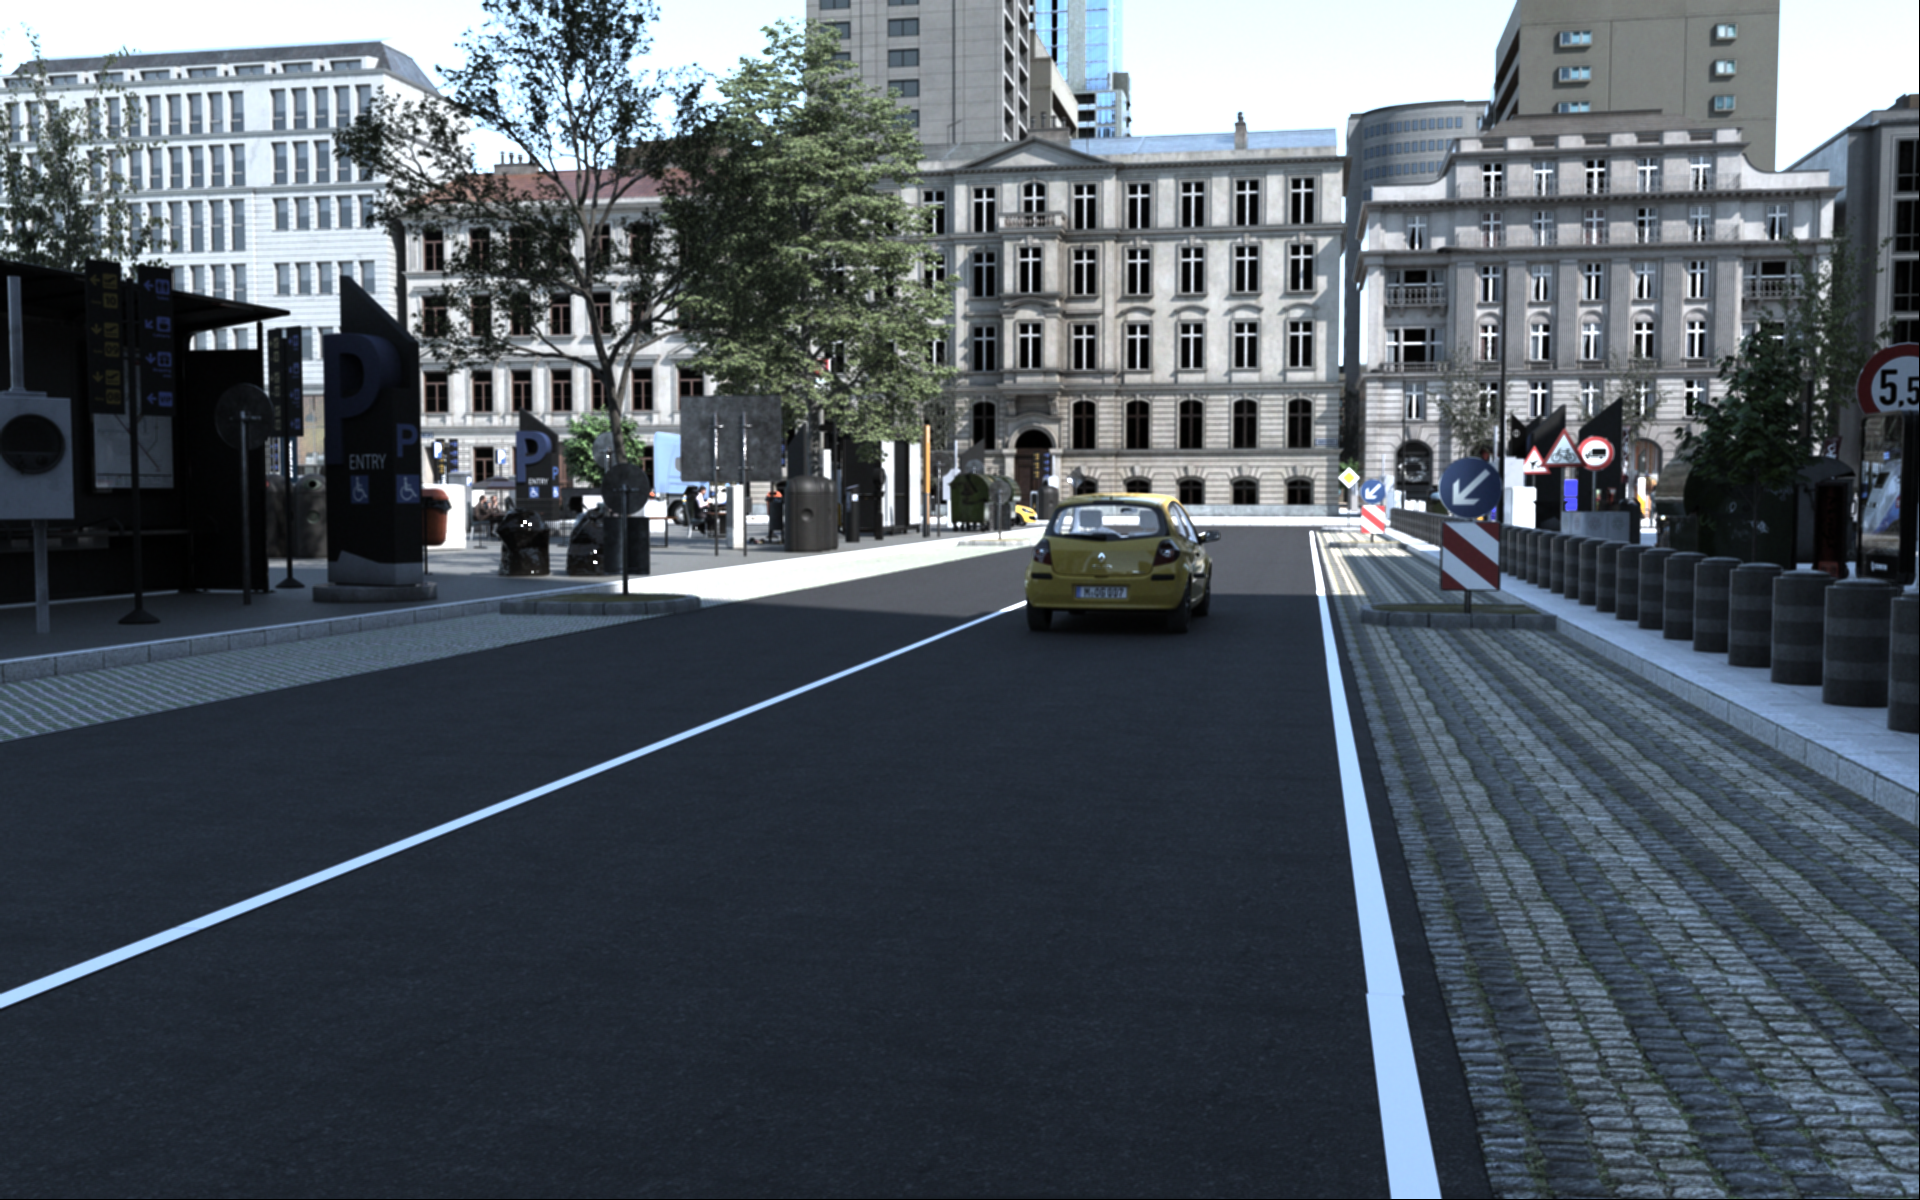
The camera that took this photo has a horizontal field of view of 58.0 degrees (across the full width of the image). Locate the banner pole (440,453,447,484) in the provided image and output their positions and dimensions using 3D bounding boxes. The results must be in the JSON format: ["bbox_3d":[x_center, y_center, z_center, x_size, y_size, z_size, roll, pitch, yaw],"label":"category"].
[{"bbox_3d":[-27.653,-6.321,93.364,0.863,3.779,0.401,-2,4,-35],"label":"banner pole"}]

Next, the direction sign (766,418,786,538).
[{"bbox_3d":[-5.467,-3.569,50.355,0.876,3.537,0.379,1,4,21],"label":"direction sign"}]

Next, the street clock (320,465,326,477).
[{"bbox_3d":[-15.942,-2.394,43.717,0.358,2.002,0.471,0,4,4],"label":"street clock"}]

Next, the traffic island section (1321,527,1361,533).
[{"bbox_3d":[14.532,-2.595,64.715,2.009,0.180,2.903,1,4,11],"label":"traffic island section"}]

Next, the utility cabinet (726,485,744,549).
[{"bbox_3d":[-5.275,-1.954,40.633,0.318,1.500,1.173,-1,4,-16],"label":"utility cabinet"}]

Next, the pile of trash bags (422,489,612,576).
[{"bbox_3d":[-7.112,-1.104,27.799,3.447,1.369,1.912,0,4,2],"label":"pile of trash bags"}]

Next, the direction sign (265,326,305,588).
[{"bbox_3d":[-9.200,-1.938,23.679,0.876,3.537,0.379,3,5,41],"label":"direction sign"}]

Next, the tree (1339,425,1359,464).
[{"bbox_3d":[47.664,-17.430,219.398,7.601,10.594,8.767,-3,5,-45],"label":"tree"}]

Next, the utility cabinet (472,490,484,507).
[{"bbox_3d":[-25.470,-5.044,91.150,0.318,1.500,1.173,1,4,13],"label":"utility cabinet"}]

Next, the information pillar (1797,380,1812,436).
[{"bbox_3d":[17.422,-2.717,35.786,0.183,3.616,0.504,0,4,5],"label":"information pillar"}]

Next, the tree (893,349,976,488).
[{"bbox_3d":[-1.320,-8.381,87.391,4.360,8.622,3.978,0,3,0],"label":"tree"}]

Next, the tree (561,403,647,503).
[{"bbox_3d":[-12.905,-4.826,62.624,4.285,4.588,4.351,0,3,0],"label":"tree"}]

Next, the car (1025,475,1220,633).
[{"bbox_3d":[1.861,-0.564,19.439,2.015,1.641,3.980,1,4,13],"label":"car"}]

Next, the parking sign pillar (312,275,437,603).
[{"bbox_3d":[-7.125,-1.989,20.994,1.447,3.967,1.447,2,4,34],"label":"parking sign pillar"}]

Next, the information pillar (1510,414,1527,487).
[{"bbox_3d":[16.373,-3.641,50.878,0.504,3.616,0.183,-1,4,-12],"label":"information pillar"}]

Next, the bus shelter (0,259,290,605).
[{"bbox_3d":[-10.029,-1.724,19.471,1.731,3.624,6.357,1,4,11],"label":"bus shelter"}]

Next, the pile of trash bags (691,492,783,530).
[{"bbox_3d":[-7.984,-3.177,61.701,3.447,1.369,1.912,0,4,8],"label":"pile of trash bags"}]

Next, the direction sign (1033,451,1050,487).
[{"bbox_3d":[4.305,-6.095,91.655,0.876,3.537,0.379,0,4,2],"label":"direction sign"}]

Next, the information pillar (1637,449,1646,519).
[{"bbox_3d":[35.028,-5.973,89.015,0.504,3.616,0.183,-2,4,-28],"label":"information pillar"}]

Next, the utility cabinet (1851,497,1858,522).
[{"bbox_3d":[19.833,-1.642,38.004,1.020,1.237,0.306,2,4,32],"label":"utility cabinet"}]

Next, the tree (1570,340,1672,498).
[{"bbox_3d":[31.482,-8.073,82.358,4.360,8.622,3.978,0,3,0],"label":"tree"}]

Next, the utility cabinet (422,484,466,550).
[{"bbox_3d":[-11.858,-1.891,39.604,0.318,1.500,1.173,2,4,32],"label":"utility cabinet"}]

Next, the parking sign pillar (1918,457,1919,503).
[{"bbox_3d":[29.238,-3.868,51.721,1.447,3.967,1.447,2,4,32],"label":"parking sign pillar"}]

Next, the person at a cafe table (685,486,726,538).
[{"bbox_3d":[-7.331,-2.624,51.425,1.622,1.524,1.698,-1,4,-17],"label":"person at a cafe table"}]

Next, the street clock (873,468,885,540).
[{"bbox_3d":[-2.261,-2.680,48.388,0.358,2.002,0.471,1,4,15],"label":"street clock"}]

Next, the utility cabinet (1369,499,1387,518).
[{"bbox_3d":[21.921,-4.987,90.219,1.173,1.500,0.318,1,4,22],"label":"utility cabinet"}]

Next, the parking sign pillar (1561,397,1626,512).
[{"bbox_3d":[18.163,-3.702,48.994,1.447,3.967,1.447,-3,4,-36],"label":"parking sign pillar"}]

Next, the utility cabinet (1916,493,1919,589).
[{"bbox_3d":[11.246,-0.650,19.308,0.318,1.500,1.173,-1,4,-14],"label":"utility cabinet"}]

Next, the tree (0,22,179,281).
[{"bbox_3d":[-13.946,-4.656,26.490,4.360,8.622,3.978,0,3,0],"label":"tree"}]

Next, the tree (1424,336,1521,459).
[{"bbox_3d":[23.947,-8.013,81.377,4.360,8.622,3.978,0,3,0],"label":"tree"}]

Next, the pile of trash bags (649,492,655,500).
[{"bbox_3d":[-14.375,-4.793,88.112,3.447,1.369,1.912,-1,4,-13],"label":"pile of trash bags"}]

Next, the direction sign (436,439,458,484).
[{"bbox_3d":[-21.115,-4.853,71.346,0.876,3.537,0.379,-1,4,-13],"label":"direction sign"}]

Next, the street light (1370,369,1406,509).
[{"bbox_3d":[15.917,-5.613,64.314,1.470,5.913,1.316,1,4,11],"label":"street light"}]

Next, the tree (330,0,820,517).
[{"bbox_3d":[-5.823,-5.796,29.179,7.601,10.594,8.767,3,5,40],"label":"tree"}]

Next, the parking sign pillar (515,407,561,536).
[{"bbox_3d":[-13.022,-3.967,53.335,1.447,3.967,1.447,1,4,18],"label":"parking sign pillar"}]

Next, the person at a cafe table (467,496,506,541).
[{"bbox_3d":[-13.653,-2.501,51.748,1.726,1.238,1.698,3,5,43],"label":"person at a cafe table"}]

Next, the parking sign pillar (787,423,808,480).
[{"bbox_3d":[-6.113,-4.757,66.254,1.447,3.967,1.447,-2,4,-35],"label":"parking sign pillar"}]

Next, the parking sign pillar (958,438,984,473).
[{"bbox_3d":[0.517,-5.813,83.516,1.447,3.967,1.447,-2,4,-28],"label":"parking sign pillar"}]

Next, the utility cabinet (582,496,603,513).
[{"bbox_3d":[-14.317,-3.485,68.135,1.020,1.237,0.306,-1,4,-9],"label":"utility cabinet"}]

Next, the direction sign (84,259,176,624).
[{"bbox_3d":[-8.164,-1.537,17.120,0.379,3.537,0.876,2,4,35],"label":"direction sign"}]

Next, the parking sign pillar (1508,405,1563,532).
[{"bbox_3d":[17.515,-3.883,51.961,1.447,3.967,1.447,-2,4,-28],"label":"parking sign pillar"}]

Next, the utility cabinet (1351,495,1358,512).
[{"bbox_3d":[28.074,-6.778,121.978,1.020,1.237,0.306,1,4,20],"label":"utility cabinet"}]

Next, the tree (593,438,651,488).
[{"bbox_3d":[-10.111,-3.434,50.745,1.663,3.219,1.824,0,3,0],"label":"tree"}]

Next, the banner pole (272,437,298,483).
[{"bbox_3d":[-19.149,-3.606,48.977,0.863,3.779,0.401,-2,4,-25],"label":"banner pole"}]

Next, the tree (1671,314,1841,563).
[{"bbox_3d":[8.727,-1.475,18.713,1.663,3.219,1.824,0,3,0],"label":"tree"}]

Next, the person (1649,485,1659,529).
[{"bbox_3d":[28.272,-3.771,70.329,0.511,1.800,0.466,2,4,26],"label":"person"}]

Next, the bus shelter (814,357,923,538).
[{"bbox_3d":[-2.946,-4.624,53.242,2.179,5.291,8.768,1,4,11],"label":"bus shelter"}]

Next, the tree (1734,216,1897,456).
[{"bbox_3d":[23.146,-5.904,46.895,4.737,8.622,4.395,0,3,0],"label":"tree"}]

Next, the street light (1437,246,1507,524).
[{"bbox_3d":[9.620,-3.667,32.493,1.470,5.913,1.316,1,4,11],"label":"street light"}]

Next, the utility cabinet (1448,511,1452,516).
[{"bbox_3d":[25.172,-4.995,90.348,1.173,1.500,0.318,0,4,-3],"label":"utility cabinet"}]

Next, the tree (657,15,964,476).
[{"bbox_3d":[-3.969,-7.591,42.237,7.486,12.596,7.792,0,3,0],"label":"tree"}]

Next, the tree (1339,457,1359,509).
[{"bbox_3d":[34.383,-10.306,152.217,4.285,4.588,4.351,0,3,0],"label":"tree"}]

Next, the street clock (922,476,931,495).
[{"bbox_3d":[-1.170,-3.407,60.271,0.358,2.002,0.471,0,4,7],"label":"street clock"}]

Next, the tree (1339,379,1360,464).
[{"bbox_3d":[41.391,-16.777,184.676,12.009,13.543,11.850,0,3,0],"label":"tree"}]

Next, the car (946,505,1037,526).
[{"bbox_3d":[1.402,-4.048,76.405,3.980,1.641,2.015,1,4,11],"label":"car"}]

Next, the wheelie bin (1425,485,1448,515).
[{"bbox_3d":[16.509,-3.185,59.980,0.693,1.594,0.980,-1,4,-9],"label":"wheelie bin"}]
